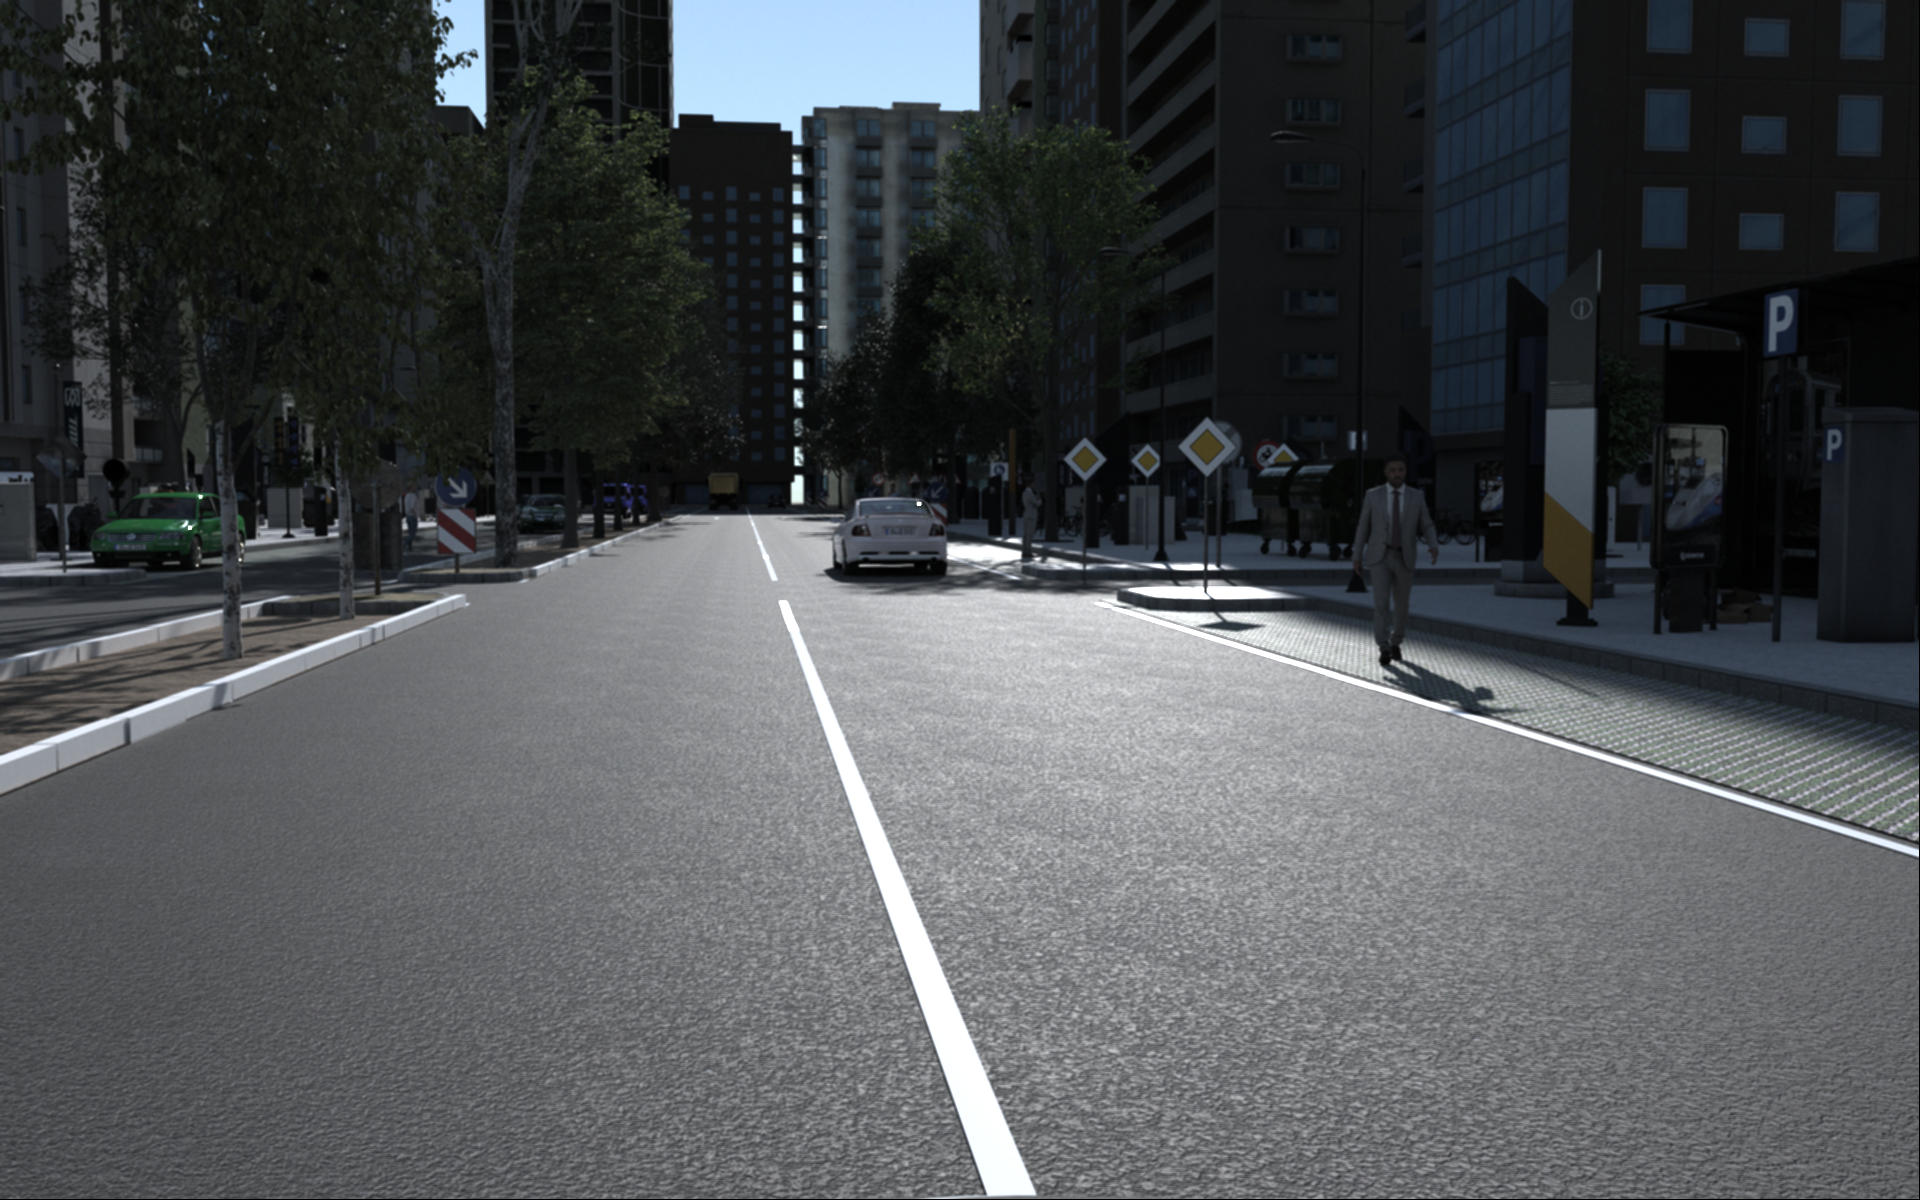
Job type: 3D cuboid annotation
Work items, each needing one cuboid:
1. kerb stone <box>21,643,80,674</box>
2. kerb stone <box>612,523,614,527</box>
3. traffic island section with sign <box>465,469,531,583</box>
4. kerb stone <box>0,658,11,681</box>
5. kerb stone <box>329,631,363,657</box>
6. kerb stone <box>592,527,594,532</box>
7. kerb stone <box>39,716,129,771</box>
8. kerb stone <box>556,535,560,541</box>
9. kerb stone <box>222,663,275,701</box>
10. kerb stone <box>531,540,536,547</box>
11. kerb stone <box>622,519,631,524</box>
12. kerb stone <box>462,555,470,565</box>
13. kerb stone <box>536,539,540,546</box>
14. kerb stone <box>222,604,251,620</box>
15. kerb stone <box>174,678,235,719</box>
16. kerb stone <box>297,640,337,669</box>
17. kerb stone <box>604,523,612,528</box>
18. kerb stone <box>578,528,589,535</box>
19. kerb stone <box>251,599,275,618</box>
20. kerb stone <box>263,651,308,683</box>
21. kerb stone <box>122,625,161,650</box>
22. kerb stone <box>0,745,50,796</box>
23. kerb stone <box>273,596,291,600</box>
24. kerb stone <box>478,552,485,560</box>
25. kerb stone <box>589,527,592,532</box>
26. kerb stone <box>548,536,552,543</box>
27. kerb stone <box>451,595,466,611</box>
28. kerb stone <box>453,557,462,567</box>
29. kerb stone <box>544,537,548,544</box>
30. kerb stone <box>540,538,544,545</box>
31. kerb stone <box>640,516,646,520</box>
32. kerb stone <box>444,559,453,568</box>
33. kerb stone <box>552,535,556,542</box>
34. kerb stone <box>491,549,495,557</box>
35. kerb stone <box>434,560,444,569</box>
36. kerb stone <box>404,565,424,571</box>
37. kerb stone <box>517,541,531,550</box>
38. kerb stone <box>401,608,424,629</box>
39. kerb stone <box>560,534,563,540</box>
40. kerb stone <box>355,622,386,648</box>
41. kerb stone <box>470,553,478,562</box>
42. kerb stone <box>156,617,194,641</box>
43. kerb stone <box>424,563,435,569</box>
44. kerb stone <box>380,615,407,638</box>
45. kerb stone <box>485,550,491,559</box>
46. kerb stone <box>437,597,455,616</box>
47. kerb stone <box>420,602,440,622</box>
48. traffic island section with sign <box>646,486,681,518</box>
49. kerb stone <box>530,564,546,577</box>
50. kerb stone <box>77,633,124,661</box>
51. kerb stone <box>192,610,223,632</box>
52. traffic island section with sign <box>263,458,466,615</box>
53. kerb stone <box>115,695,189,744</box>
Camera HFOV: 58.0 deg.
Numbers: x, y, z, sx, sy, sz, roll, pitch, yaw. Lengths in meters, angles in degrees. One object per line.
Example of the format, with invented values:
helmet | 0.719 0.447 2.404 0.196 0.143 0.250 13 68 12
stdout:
kerb stone | -7.485 0.490 14.186 0.120 0.150 1.000 0 4 -7
kerb stone | -15.139 -3.216 74.782 0.120 0.150 1.000 0 4 -7
traffic island section with sign | -8.258 -1.262 28.762 2.006 1.907 1.989 0 4 -7
kerb stone | -7.362 0.561 13.172 0.120 0.150 1.000 0 4 -7
kerb stone | -5.538 0.412 15.491 0.120 0.150 1.000 0 4 -7
kerb stone | -13.850 -2.591 64.617 0.120 0.150 1.000 0 4 -7
kerb stone | -4.767 0.782 9.408 0.120 0.150 1.000 0 4 -7
kerb stone | -12.310 -1.848 52.422 0.120 0.150 1.000 0 4 -7
kerb stone | -5.143 0.597 12.451 0.120 0.150 1.000 0 4 -7
kerb stone | -11.539 -1.475 46.309 0.120 0.150 1.000 0 4 -7
kerb stone | -16.555 -3.901 85.970 0.120 0.150 1.000 0 4 -7
kerb stone | -10.126 -0.787 35.114 0.120 0.150 1.000 0 4 -7
kerb stone | -11.674 -1.536 47.325 0.120 0.150 1.000 0 4 -7
kerb stone | -8.129 0.178 19.278 0.120 0.150 1.000 0 4 -7
kerb stone | -5.014 0.658 11.437 0.120 0.150 1.000 0 4 -7
kerb stone | -5.408 0.472 14.478 0.120 0.150 1.000 0 4 -7
kerb stone | -15.014 -3.154 73.762 0.120 0.150 1.000 0 4 -7
kerb stone | -13.603 -2.470 62.581 0.120 0.150 1.000 0 4 -7
kerb stone | -8.251 0.116 20.293 0.120 0.150 1.000 0 4 -7
kerb stone | -5.278 0.534 13.464 0.120 0.150 1.000 0 4 -7
kerb stone | -7.740 0.373 16.218 0.120 0.150 1.000 0 4 -7
kerb stone | -4.638 0.847 8.394 0.120 0.150 1.000 0 4 -7
kerb stone | -8.386 0.054 21.306 0.120 0.150 1.000 0 4 -7
kerb stone | -10.384 -0.911 37.149 0.120 0.150 1.000 0 4 -7
kerb stone | -13.724 -2.532 63.597 0.120 0.150 1.000 0 4 -7
kerb stone | -12.056 -1.724 50.381 0.120 0.150 1.000 0 4 -7
kerb stone | -6.302 0.037 21.599 0.120 0.150 1.000 0 4 -7
kerb stone | -9.997 -0.724 34.088 0.120 0.150 1.000 0 4 -7
kerb stone | -11.920 -1.662 49.365 0.120 0.150 1.000 0 4 -7
kerb stone | -11.795 -1.596 48.342 0.120 0.150 1.000 0 4 -7
kerb stone | -18.352 -4.773 100.235 0.120 0.150 1.000 0 4 -7
kerb stone | -9.876 -0.665 33.069 0.120 0.150 1.000 0 4 -7
kerb stone | -12.184 -1.785 51.400 0.120 0.150 1.000 0 4 -7
kerb stone | -10.636 -1.035 39.183 0.120 0.150 1.000 0 4 -7
kerb stone | -9.741 -0.603 32.055 0.120 0.150 1.000 0 4 -7
kerb stone | -9.480 -0.476 30.002 0.120 0.150 1.000 0 4 -7
kerb stone | -11.417 -1.413 45.294 0.120 0.150 1.000 0 4 -7
kerb stone | -5.913 0.226 18.538 0.120 0.150 1.000 0 4 -7
kerb stone | -12.445 -1.911 53.435 0.120 0.150 1.000 0 4 -7
kerb stone | -5.663 0.351 16.508 0.120 0.150 1.000 0 4 -7
kerb stone | -10.256 -0.853 36.135 0.120 0.150 1.000 0 4 -7
kerb stone | -7.869 0.303 17.243 0.120 0.150 1.000 0 4 -7
kerb stone | -9.612 -0.538 31.030 0.120 0.150 1.000 0 4 -7
kerb stone | -5.784 0.286 17.523 0.120 0.150 1.000 0 4 -7
kerb stone | -10.520 -0.975 38.167 0.120 0.150 1.000 0 4 -7
kerb stone | -6.176 0.099 20.582 0.120 0.150 1.000 0 4 -7
kerb stone | -6.050 0.162 19.560 0.120 0.150 1.000 0 4 -7
traffic island section with sign | -17.684 -5.821 103.310 2.006 1.907 1.989 0 4 -7
kerb stone | -7.398 -0.494 30.266 0.120 0.150 1.000 0 4 -7
kerb stone | -7.606 0.430 15.202 0.120 0.150 1.000 0 4 -7
kerb stone | -8.004 0.241 18.259 0.120 0.150 1.000 0 4 -7
traffic island section with sign | -7.340 -0.812 21.412 2.006 1.907 1.989 0 4 -7
kerb stone | -4.881 0.720 10.424 0.120 0.150 1.000 0 4 -7
